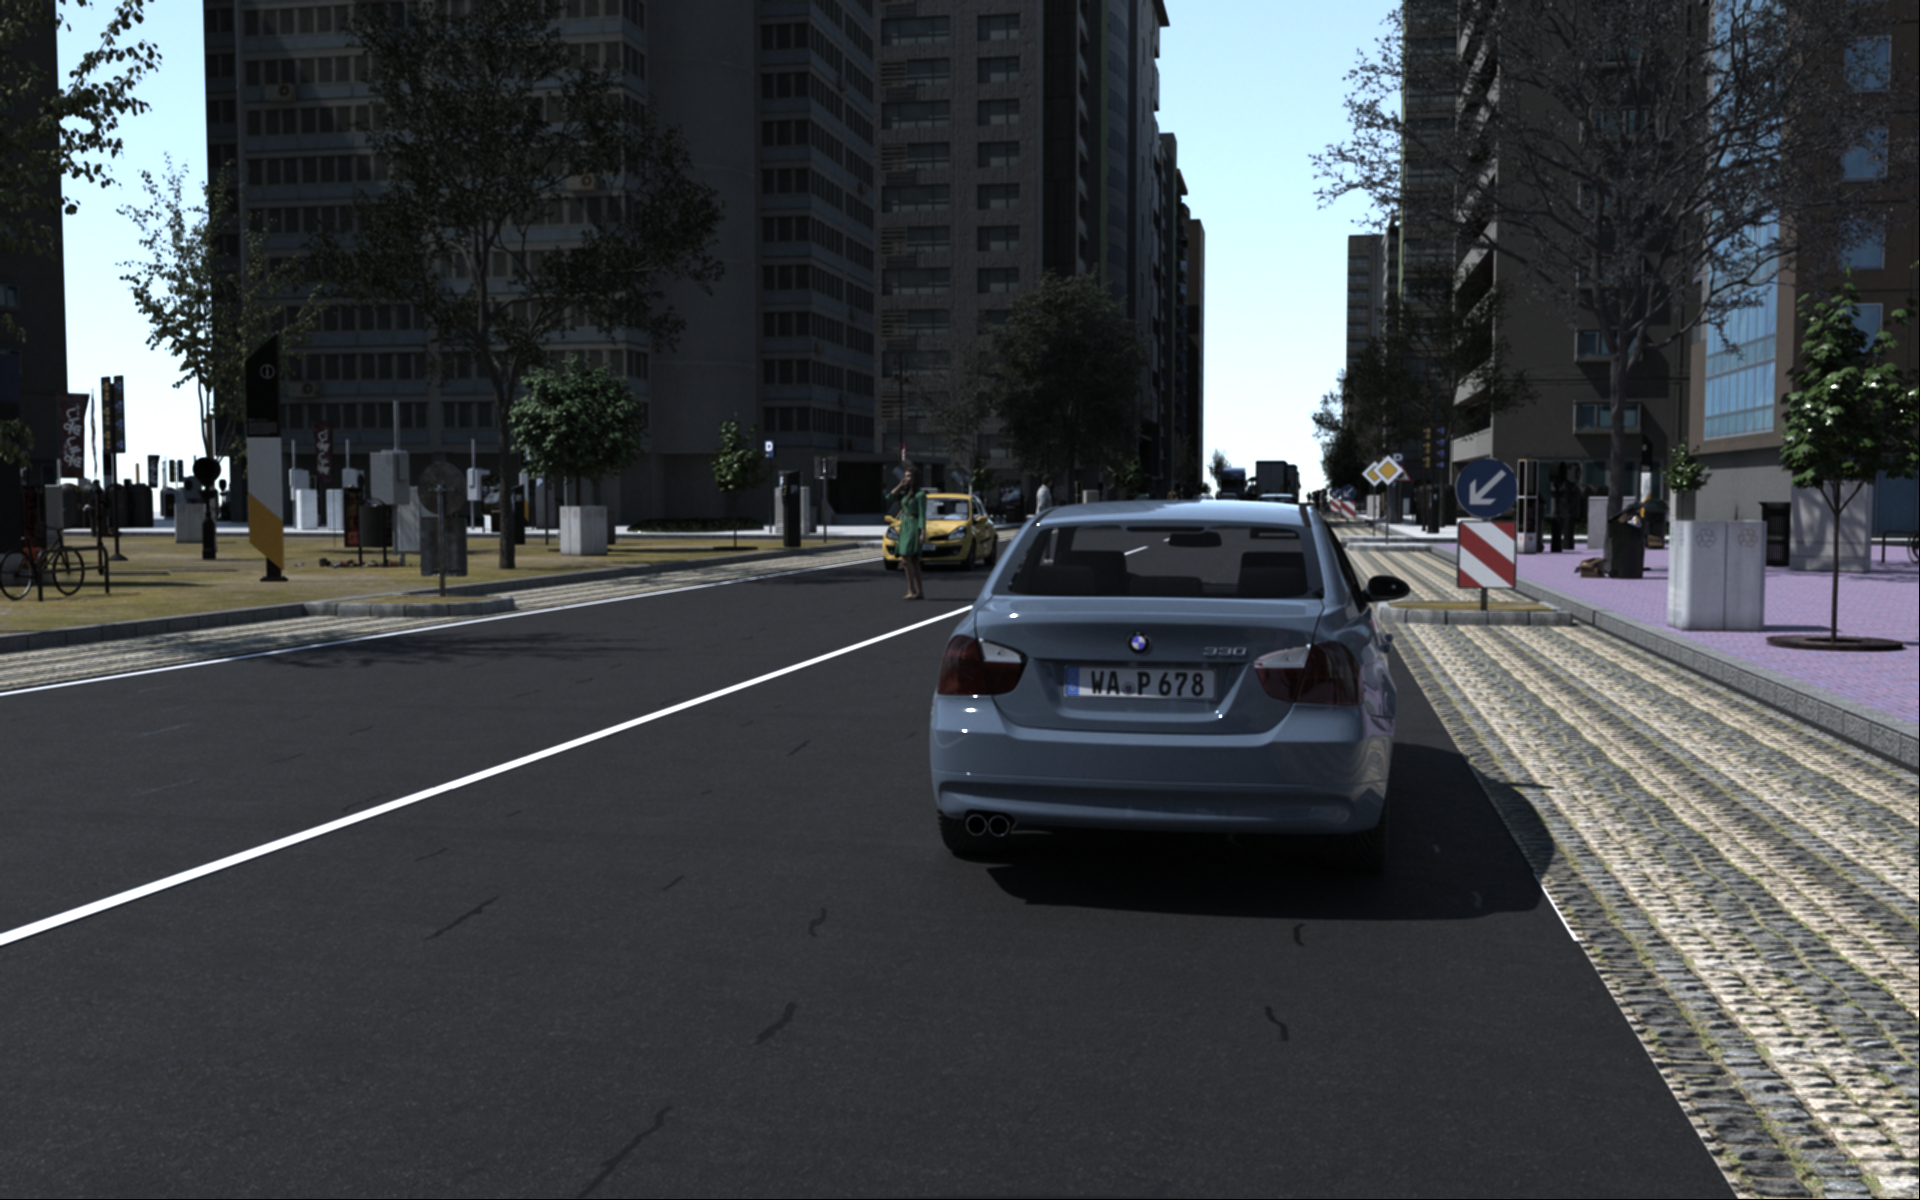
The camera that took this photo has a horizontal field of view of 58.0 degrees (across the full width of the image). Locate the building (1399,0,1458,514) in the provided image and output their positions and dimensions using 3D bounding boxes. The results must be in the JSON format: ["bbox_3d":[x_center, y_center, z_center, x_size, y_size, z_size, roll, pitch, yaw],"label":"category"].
[{"bbox_3d":[36.645,-26.463,116.259,14.154,41.232,14.086,1,4,11],"label":"building"}]

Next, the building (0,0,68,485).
[{"bbox_3d":[-55.989,-27.640,75.620,21.600,48.544,21.300,1,4,11],"label":"building"}]

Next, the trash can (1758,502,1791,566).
[{"bbox_3d":[14.631,-1.177,30.898,0.748,1.137,0.748,0,3,0],"label":"trash can"}]

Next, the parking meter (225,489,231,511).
[{"bbox_3d":[-39.673,-5.232,93.956,0.372,1.533,0.369,0,3,0],"label":"parking meter"}]

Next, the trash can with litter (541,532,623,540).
[{"bbox_3d":[-10.471,-2.286,48.427,2.233,1.210,1.678,2,4,28],"label":"trash can with litter"}]

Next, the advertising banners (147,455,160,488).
[{"bbox_3d":[-36.491,-4.924,76.698,2.074,3.025,0.090,-3,4,-38],"label":"advertising banners"}]

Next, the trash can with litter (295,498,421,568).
[{"bbox_3d":[-10.720,-1.206,30.776,2.233,1.210,1.678,1,4,16],"label":"trash can with litter"}]

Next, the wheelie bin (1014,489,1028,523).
[{"bbox_3d":[2.611,-4.237,77.177,0.693,1.594,0.980,1,4,15],"label":"wheelie bin"}]

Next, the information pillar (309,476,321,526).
[{"bbox_3d":[-25.961,-3.989,69.716,0.304,2.012,0.304,1,4,12],"label":"information pillar"}]

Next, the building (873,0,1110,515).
[{"bbox_3d":[1.898,-26.204,112.033,14.154,41.232,14.086,1,4,11],"label":"building"}]

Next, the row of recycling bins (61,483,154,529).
[{"bbox_3d":[-32.446,-3.581,65.660,1.069,1.692,3.534,3,4,38],"label":"row of recycling bins"}]

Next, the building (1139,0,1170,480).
[{"bbox_3d":[5.450,-35.666,172.369,28.713,52.752,27.495,1,4,11],"label":"building"}]

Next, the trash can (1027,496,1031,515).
[{"bbox_3d":[3.904,-5.700,104.853,0.748,1.137,0.748,0,3,0],"label":"trash can"}]

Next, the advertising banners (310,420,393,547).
[{"bbox_3d":[-14.644,-2.795,41.880,2.074,3.025,0.090,-3,5,-41],"label":"advertising banners"}]

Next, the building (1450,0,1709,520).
[{"bbox_3d":[35.001,-27.922,80.233,21.300,48.544,21.600,1,4,11],"label":"building"}]

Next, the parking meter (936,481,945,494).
[{"bbox_3d":[-0.896,-4.468,78.766,0.399,1.863,0.255,1,4,18],"label":"parking meter"}]

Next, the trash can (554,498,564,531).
[{"bbox_3d":[-13.906,-3.018,60.995,0.748,1.137,0.748,0,3,0],"label":"trash can"}]

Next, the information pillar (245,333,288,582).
[{"bbox_3d":[-10.169,-2.080,25.359,0.504,3.616,0.183,0,4,-1],"label":"information pillar"}]

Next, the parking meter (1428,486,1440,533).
[{"bbox_3d":[15.663,-2.988,57.266,0.372,1.533,0.369,0,3,0],"label":"parking meter"}]

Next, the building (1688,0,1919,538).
[{"bbox_3d":[32.351,-24.723,54.330,14.200,45.320,14.600,1,4,11],"label":"building"}]

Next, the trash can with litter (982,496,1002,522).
[{"bbox_3d":[1.086,-4.231,80.231,1.678,1.210,2.233,-2,4,-34],"label":"trash can with litter"}]

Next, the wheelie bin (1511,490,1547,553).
[{"bbox_3d":[12.445,-1.837,37.945,0.693,1.594,0.980,0,4,7],"label":"wheelie bin"}]

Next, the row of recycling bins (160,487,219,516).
[{"bbox_3d":[-45.267,-5.786,101.706,1.069,1.692,3.534,2,4,32],"label":"row of recycling bins"}]

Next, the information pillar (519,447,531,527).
[{"bbox_3d":[-16.824,-4.617,66.835,0.183,3.616,0.504,1,4,20],"label":"information pillar"}]

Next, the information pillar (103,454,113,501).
[{"bbox_3d":[-37.505,-5.194,76.273,0.183,3.616,0.504,1,4,15],"label":"information pillar"}]

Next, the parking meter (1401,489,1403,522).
[{"bbox_3d":[20.539,-4.442,81.044,0.372,1.533,0.369,0,3,0],"label":"parking meter"}]

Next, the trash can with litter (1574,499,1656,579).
[{"bbox_3d":[9.932,-0.920,26.430,1.055,1.170,0.624,3,5,39],"label":"trash can with litter"}]

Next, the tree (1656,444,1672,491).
[{"bbox_3d":[24.080,-3.854,57.621,1.663,3.219,1.824,0,3,0],"label":"tree"}]

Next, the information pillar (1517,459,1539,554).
[{"bbox_3d":[12.093,-1.983,36.908,0.304,2.012,0.304,-1,4,-15],"label":"information pillar"}]

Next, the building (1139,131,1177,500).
[{"bbox_3d":[16.351,-31.079,191.733,14.154,41.232,14.086,1,4,11],"label":"building"}]

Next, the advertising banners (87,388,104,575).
[{"bbox_3d":[-14.007,-1.952,28.099,0.090,3.025,2.074,-2,4,-28],"label":"advertising banners"}]

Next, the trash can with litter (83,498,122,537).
[{"bbox_3d":[-25.607,-2.470,51.773,0.624,1.170,1.055,1,4,11],"label":"trash can with litter"}]

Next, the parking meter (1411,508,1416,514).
[{"bbox_3d":[29.007,-6.409,110.504,0.255,1.863,0.399,3,5,45],"label":"parking meter"}]

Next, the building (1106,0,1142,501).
[{"bbox_3d":[3.226,-36.807,143.786,21.231,58.520,28.212,1,4,11],"label":"building"}]

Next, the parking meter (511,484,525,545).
[{"bbox_3d":[-11.270,-2.181,44.072,0.372,1.533,0.369,0,3,0],"label":"parking meter"}]

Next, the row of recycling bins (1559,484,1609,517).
[{"bbox_3d":[25.005,-3.801,69.260,1.069,1.692,3.534,3,5,44],"label":"row of recycling bins"}]

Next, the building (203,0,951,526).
[{"bbox_3d":[-17.321,-23.754,80.257,32.217,40.220,23.993,1,4,11],"label":"building"}]

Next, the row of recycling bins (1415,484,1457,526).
[{"bbox_3d":[19.727,-3.964,71.925,1.069,1.692,3.534,0,4,-1],"label":"row of recycling bins"}]

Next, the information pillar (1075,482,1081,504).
[{"bbox_3d":[6.999,-5.999,102.579,0.304,2.012,0.304,-1,4,-15],"label":"information pillar"}]

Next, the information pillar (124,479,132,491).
[{"bbox_3d":[-40.007,-4.822,83.324,0.304,2.012,0.304,-1,4,-10],"label":"information pillar"}]

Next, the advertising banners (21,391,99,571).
[{"bbox_3d":[-15.867,-2.035,29.453,2.074,3.025,0.090,-3,5,-41],"label":"advertising banners"}]

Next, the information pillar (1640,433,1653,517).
[{"bbox_3d":[26.256,-4.582,66.271,0.183,3.616,0.504,-1,4,-22],"label":"information pillar"}]

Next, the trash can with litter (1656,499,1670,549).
[{"bbox_3d":[16.462,-1.803,40.860,0.624,1.170,1.055,1,4,17],"label":"trash can with litter"}]

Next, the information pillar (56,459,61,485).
[{"bbox_3d":[-51.123,-6.534,98.184,0.183,3.616,0.504,-1,4,-8],"label":"information pillar"}]

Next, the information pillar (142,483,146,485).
[{"bbox_3d":[-54.869,-6.845,116.399,0.304,2.012,0.304,-2,4,-28],"label":"information pillar"}]

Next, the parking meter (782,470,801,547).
[{"bbox_3d":[-4.063,-2.204,41.746,0.399,1.863,0.255,-2,4,-31],"label":"parking meter"}]

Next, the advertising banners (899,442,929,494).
[{"bbox_3d":[-1.542,-3.747,57.453,0.090,3.025,2.074,-2,4,-29],"label":"advertising banners"}]
